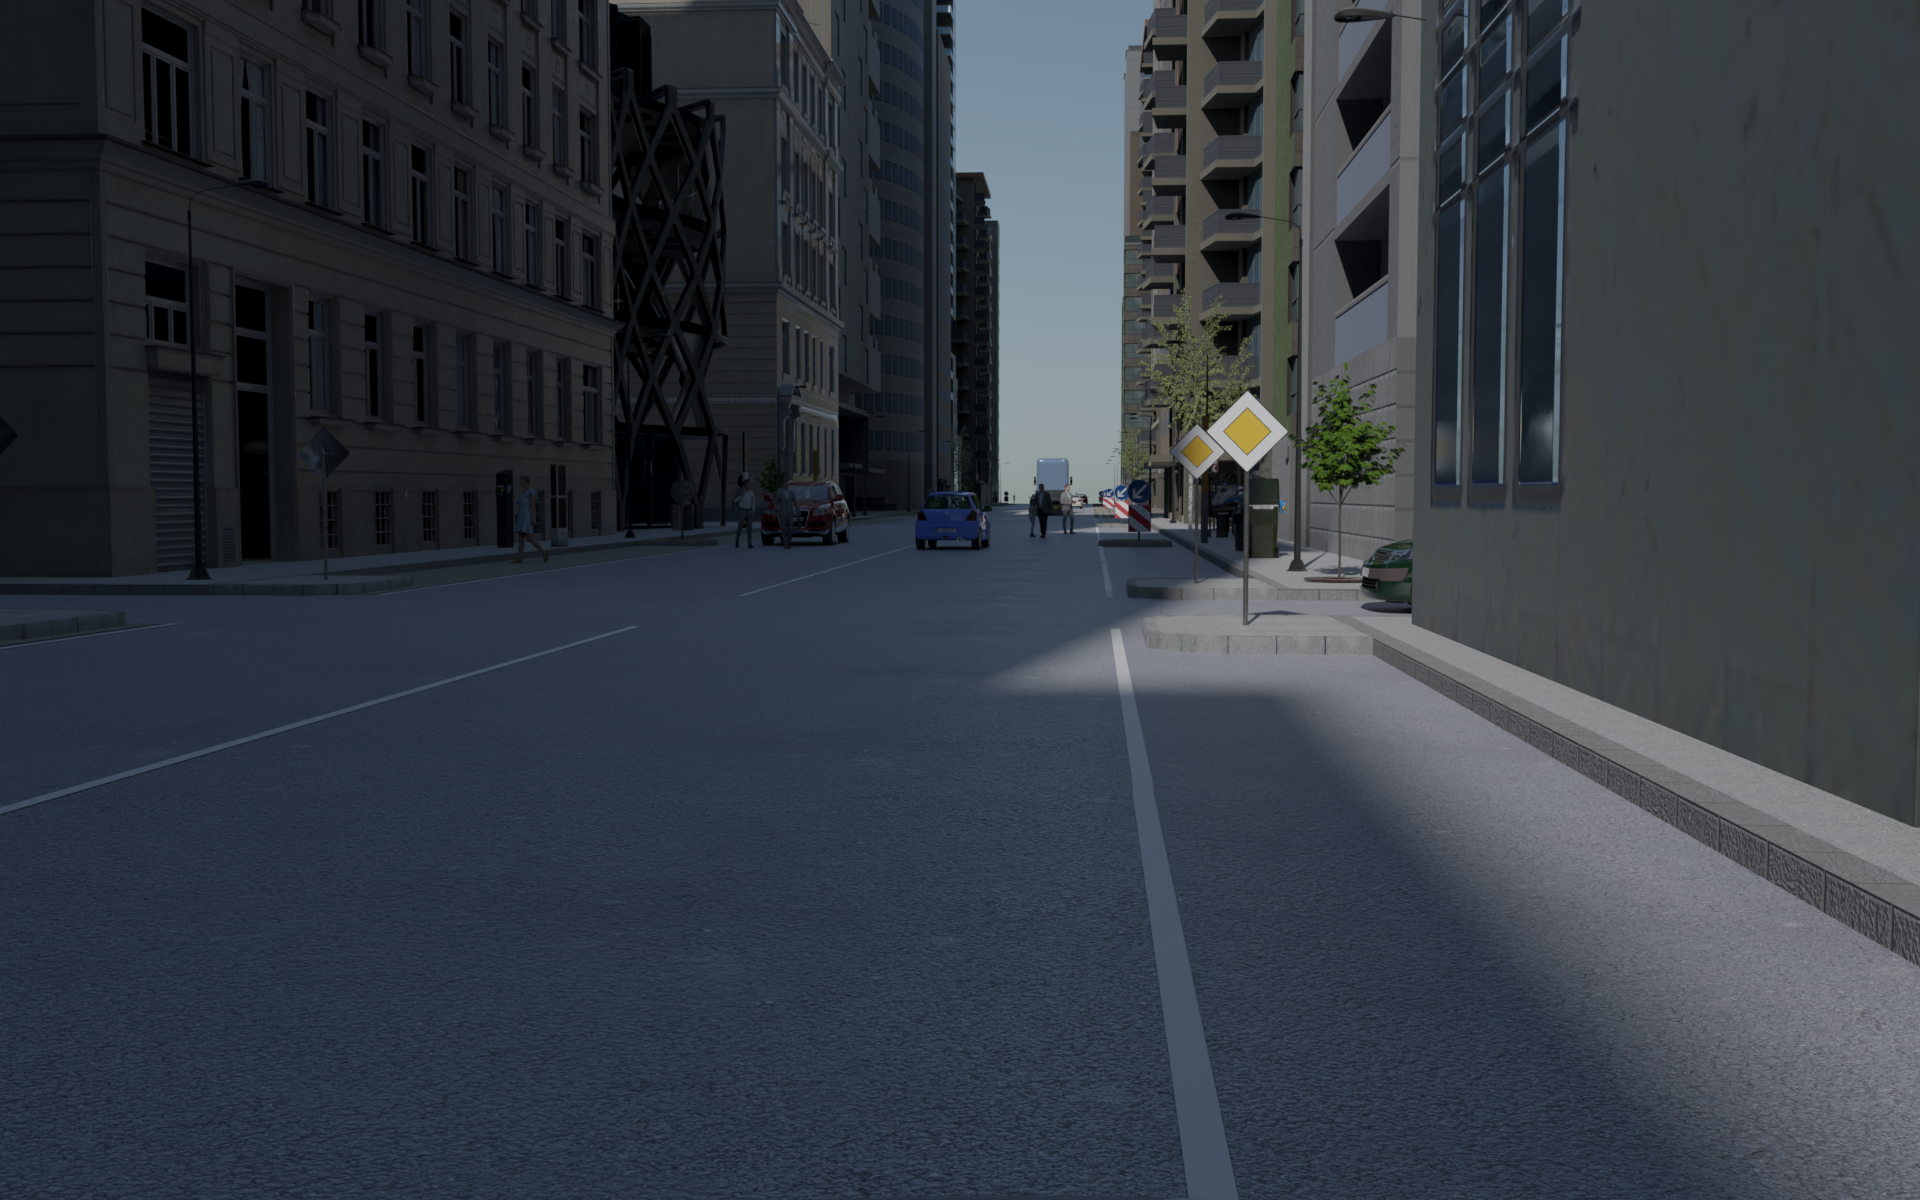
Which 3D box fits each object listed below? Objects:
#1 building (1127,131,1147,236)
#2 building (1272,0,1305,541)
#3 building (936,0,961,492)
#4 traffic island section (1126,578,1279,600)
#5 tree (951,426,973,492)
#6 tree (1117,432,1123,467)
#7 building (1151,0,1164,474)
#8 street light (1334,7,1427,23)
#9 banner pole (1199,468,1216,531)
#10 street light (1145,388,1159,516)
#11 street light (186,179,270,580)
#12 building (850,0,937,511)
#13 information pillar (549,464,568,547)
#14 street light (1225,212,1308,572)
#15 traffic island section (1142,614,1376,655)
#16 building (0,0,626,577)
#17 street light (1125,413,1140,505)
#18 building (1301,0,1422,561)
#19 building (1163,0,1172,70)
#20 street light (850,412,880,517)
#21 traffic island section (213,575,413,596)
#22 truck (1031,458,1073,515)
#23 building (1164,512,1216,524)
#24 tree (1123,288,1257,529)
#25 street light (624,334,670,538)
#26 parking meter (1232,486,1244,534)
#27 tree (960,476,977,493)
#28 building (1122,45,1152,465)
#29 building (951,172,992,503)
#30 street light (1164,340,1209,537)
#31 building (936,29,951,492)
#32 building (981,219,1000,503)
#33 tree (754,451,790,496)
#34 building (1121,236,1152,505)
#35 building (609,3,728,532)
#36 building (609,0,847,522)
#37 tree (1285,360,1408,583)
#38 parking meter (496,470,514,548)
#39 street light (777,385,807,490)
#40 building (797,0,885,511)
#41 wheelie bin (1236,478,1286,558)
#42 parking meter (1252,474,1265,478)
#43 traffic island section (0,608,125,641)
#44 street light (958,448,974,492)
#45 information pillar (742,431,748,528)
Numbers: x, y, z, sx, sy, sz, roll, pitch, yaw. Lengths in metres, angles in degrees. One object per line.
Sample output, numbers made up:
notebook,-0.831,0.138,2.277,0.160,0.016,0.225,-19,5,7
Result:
building,27.160,-34.151,208.483,14.600,45.320,14.200,0,4,4
building,16.472,-17.171,52.450,14.160,30.474,14.107,0,4,4
building,-10.604,-54.221,199.182,22.319,86.520,31.000,0,4,4
traffic island section,3.413,-0.160,24.896,2.009,0.180,2.903,0,4,4
tree,-0.443,-13.915,177.865,4.360,8.622,3.978,0,3,0
tree,18.408,-14.243,183.230,4.737,8.622,4.395,0,3,0
building,28.447,-33.125,130.840,28.713,52.752,27.495,0,4,4
street light,4.270,-2.699,16.675,1.470,5.913,1.316,0,4,4
banner pole,8.610,-4.289,60.143,0.863,3.779,0.401,0,4,-5
street light,8.813,-6.320,75.872,1.470,5.913,1.316,0,4,4
street light,-10.885,-3.256,25.772,1.470,5.913,1.316,0,4,4
building,-13.662,-36.810,143.842,21.231,58.520,28.212,0,4,4
information pillar,-9.772,-2.306,42.191,0.304,2.012,0.304,3,5,43
street light,5.067,-3.433,28.672,1.470,5.913,1.316,0,4,4
traffic island section,2.809,0.327,16.934,2.009,0.180,2.903,0,4,4
building,-19.204,-12.683,40.646,16.112,22.955,30.059,0,4,4
street light,10.418,-7.765,99.492,1.470,5.913,1.316,0,4,4
building,21.788,-29.941,31.539,28.212,58.520,21.231,0,4,4
building,20.183,-28.178,110.823,14.600,45.320,14.200,0,4,4
street light,-5.478,-7.654,97.681,1.470,5.913,1.316,0,4,4
traffic island section,-9.491,-0.220,25.876,2.009,0.180,2.903,0,4,4
truck,6.575,-8.240,124.475,2.967,4.110,18.799,0,4,4
building,19.925,-26.095,81.270,22.147,44.769,28.867,0,4,4
tree,8.645,-6.886,62.956,4.737,8.622,4.395,0,3,0
street light,-9.113,-4.765,50.452,1.470,5.913,1.316,0,4,4
parking meter,8.870,-2.868,55.298,0.372,1.533,0.369,0,3,0
tree,0.986,-12.009,190.953,1.663,3.219,1.824,0,3,0
building,32.141,-42.014,228.931,21.231,58.520,28.212,0,4,4
building,-7.297,-35.219,230.457,22.147,44.769,28.867,0,4,4
street light,6.902,-4.877,52.275,1.470,5.913,1.316,0,4,4
building,-8.335,-31.525,165.542,14.600,45.320,14.200,0,4,4
building,-1.626,-34.769,252.059,14.154,41.232,14.086,0,4,4
tree,-8.491,-5.095,77.912,1.663,3.219,1.824,0,3,0
building,25.321,-25.858,194.473,14.160,30.474,14.107,0,4,4
building,-17.519,-12.083,65.007,16.820,18.784,16.811,0,4,4
building,-13.776,-18.537,88.989,13.634,28.700,20.117,0,4,4
tree,5.544,-1.869,25.152,1.663,3.219,1.824,0,3,0
parking meter,-10.885,-2.184,41.414,0.255,1.863,0.399,1,4,20
street light,-7.235,-6.209,74.051,1.470,5.913,1.316,0,4,4
building,-19.947,-32.191,115.560,28.713,52.752,27.495,0,4,4
wheelie bin,6.036,-1.643,34.764,0.980,1.594,0.693,0,4,7
parking meter,8.750,-2.754,50.732,0.399,1.863,0.255,0,4,-6
traffic island section,-10.095,0.267,17.913,2.009,0.180,2.903,0,4,4
street light,0.409,-12.320,173.978,1.470,5.913,1.316,0,4,4
information pillar,-8.056,-4.506,65.022,0.183,3.616,0.504,1,4,8
